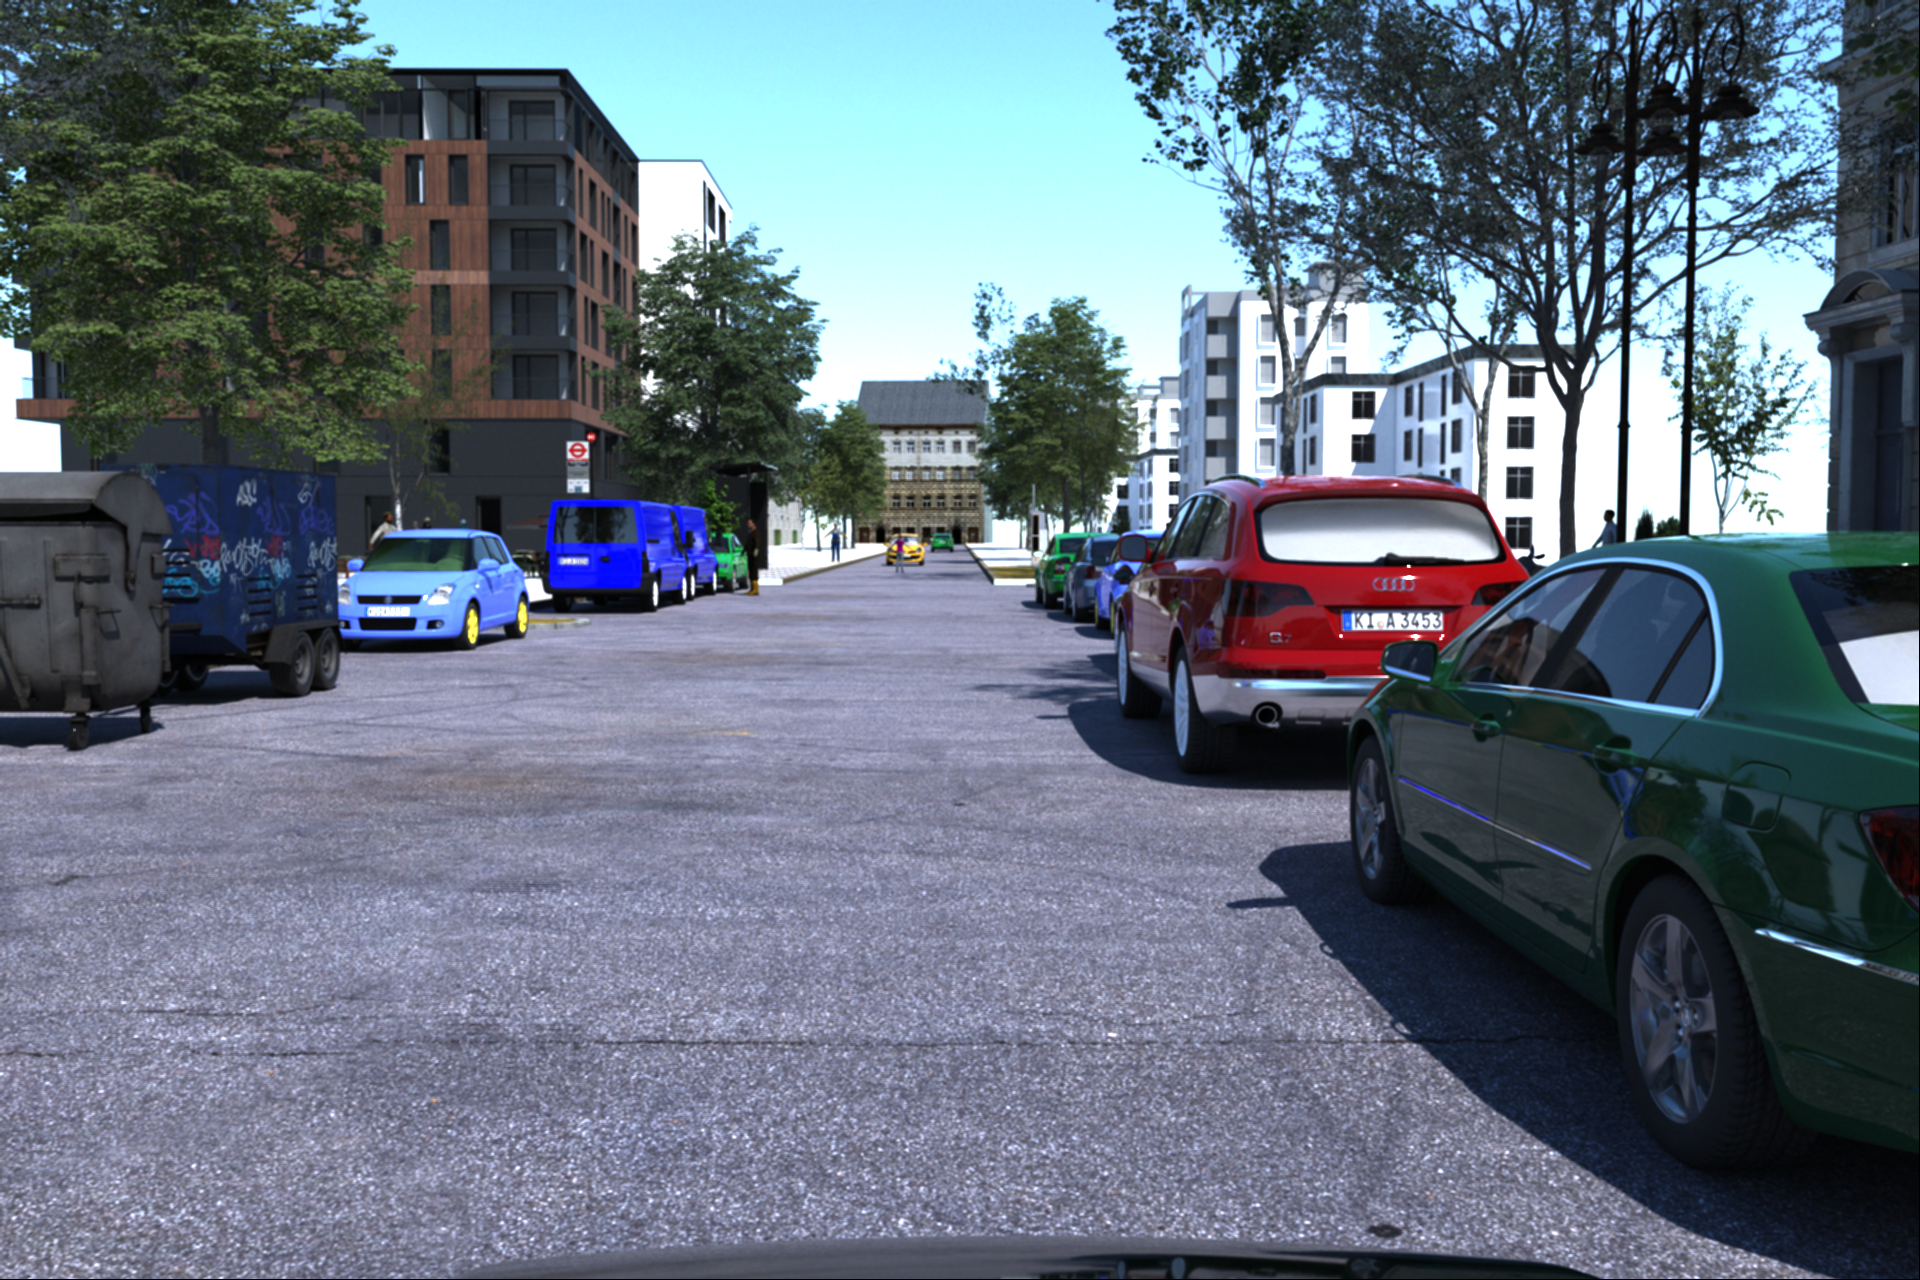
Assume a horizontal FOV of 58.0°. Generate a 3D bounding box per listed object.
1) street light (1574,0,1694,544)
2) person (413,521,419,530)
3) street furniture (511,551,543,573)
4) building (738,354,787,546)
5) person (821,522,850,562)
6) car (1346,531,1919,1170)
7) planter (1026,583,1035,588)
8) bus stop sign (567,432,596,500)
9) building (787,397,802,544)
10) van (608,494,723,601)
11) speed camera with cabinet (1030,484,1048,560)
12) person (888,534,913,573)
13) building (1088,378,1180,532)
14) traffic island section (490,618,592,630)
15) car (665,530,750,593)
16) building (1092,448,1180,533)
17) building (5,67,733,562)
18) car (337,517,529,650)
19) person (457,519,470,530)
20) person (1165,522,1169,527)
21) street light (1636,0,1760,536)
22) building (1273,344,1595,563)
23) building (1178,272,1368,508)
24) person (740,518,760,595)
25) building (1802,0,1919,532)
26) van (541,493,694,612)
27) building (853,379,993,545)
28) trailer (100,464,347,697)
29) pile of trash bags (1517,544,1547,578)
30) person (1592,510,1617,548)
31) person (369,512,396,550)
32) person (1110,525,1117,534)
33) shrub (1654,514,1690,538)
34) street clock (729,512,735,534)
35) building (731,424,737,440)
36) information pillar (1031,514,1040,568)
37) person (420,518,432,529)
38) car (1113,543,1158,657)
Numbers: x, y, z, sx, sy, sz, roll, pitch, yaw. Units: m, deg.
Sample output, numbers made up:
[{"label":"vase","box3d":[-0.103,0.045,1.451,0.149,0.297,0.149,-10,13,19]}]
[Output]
[{"label":"street light","box3d":[5.889,-2.601,15.320,0.468,5.910,1.993,0,3,0]},{"label":"person","box3d":[-22.398,-3.981,71.218,0.705,1.813,1.348,0,4,7]},{"label":"street furniture","box3d":[-13.561,-2.703,59.827,5.734,0.657,10.072,0,4,-6]},{"label":"building","box3d":[-28.070,-19.336,182.604,16.747,18.905,31.486,0,4,-1]},{"label":"person","box3d":[-5.680,-4.479,79.095,1.347,1.847,0.705,0,4,3]},{"label":"car","box3d":[2.513,0.395,5.343,2.131,1.459,4.920,0,4,-1]},{"label":"planter","box3d":[2.811,-1.588,47.104,1.991,0.319,1.994,0,3,0]},{"label":"bus stop sign","box3d":[-9.886,-3.476,45.536,0.855,3.939,0.416,0,4,1]},{"label":"building","box3d":[-29.634,-21.554,218.870,16.747,18.905,31.486,0,4,-1]},{"label":"van","box3d":[-6.644,-2.102,38.757,2.240,2.365,5.245,0,4,0]},{"label":"speed camera with cabinet","box3d":[3.126,-4.529,68.390,0.660,3.252,2.038,0,4,-1]},{"label":"person","box3d":[-2.190,-3.182,63.752,0.991,1.433,0.599,1,4,18]},{"label":"building","box3d":[21.323,-22.162,218.760,16.016,20.090,11.380,0,4,-1]},{"label":"traffic island section","box3d":[-6.827,-0.248,26.920,1.991,0.108,1.994,0,4,1]},{"label":"car","box3d":[-6.393,-2.139,43.770,1.959,1.807,4.718,0,3,0]},{"label":"building","box3d":[19.607,-14.783,183.847,9.099,9.664,28.070,0,4,0]},{"label":"building","box3d":[-27.966,-15.205,92.571,27.936,21.610,32.646,0,4,-1]},{"label":"car","box3d":[-6.834,-0.789,22.483,1.945,1.707,3.694,0,4,0]},{"label":"person","box3d":[-18.130,-3.496,63.293,1.347,1.817,0.704,0,4,5]},{"label":"person","box3d":[9.567,-4.509,79.872,0.704,1.843,1.345,1,4,20]},{"label":"street light","box3d":[6.472,-2.605,15.378,0.468,5.910,1.993,0,4,0]},{"label":"building","box3d":[23.437,-9.082,90.637,9.099,9.664,28.070,0,3,0]},{"label":"building","box3d":[21.858,-16.854,131.979,16.016,20.090,11.380,0,4,-1]},{"label":"person","box3d":[-4.881,-1.957,40.593,0.704,1.812,1.346,-1,4,-21]},{"label":"building","box3d":[24.313,-14.675,25.836,13.634,28.700,20.117,0,4,0]},{"label":"van","box3d":[-6.501,-1.774,33.391,2.240,2.365,5.245,0,4,0]},{"label":"building","box3d":[-4.902,-25.209,245.554,18.063,23.208,19.493,0,4,5]},{"label":"trailer","box3d":[-6.481,-0.474,14.794,1.471,1.999,3.904,0,4,0]},{"label":"pile of trash bags","box3d":[6.296,-0.740,21.848,1.912,1.369,3.447,0,3,0]},{"label":"person","box3d":[14.041,-1.922,37.573,0.704,1.810,1.344,0,4,-1]},{"label":"person","box3d":[-14.030,-2.233,42.593,0.704,1.819,1.344,2,4,30]},{"label":"person","box3d":[7.326,-4.649,82.736,1.216,1.740,0.721,-2,4,-27]},{"label":"shrub","box3d":[28.054,-3.934,68.368,1.661,2.075,1.752,0,3,0]},{"label":"street clock","box3d":[-7.310,-3.086,55.022,0.358,2.002,0.471,0,4,1]},{"label":"building","box3d":[-26.943,-15.991,127.903,16.747,18.905,31.486,0,4,0]},{"label":"information pillar","box3d":[2.813,-3.680,64.652,0.304,2.012,0.304,0,4,-1]},{"label":"person","box3d":[-18.602,-3.350,60.553,0.705,1.856,1.354,2,4,34]},{"label":"car","box3d":[2.670,-0.381,18.240,2.014,1.417,4.499,0,4,-1]}]
